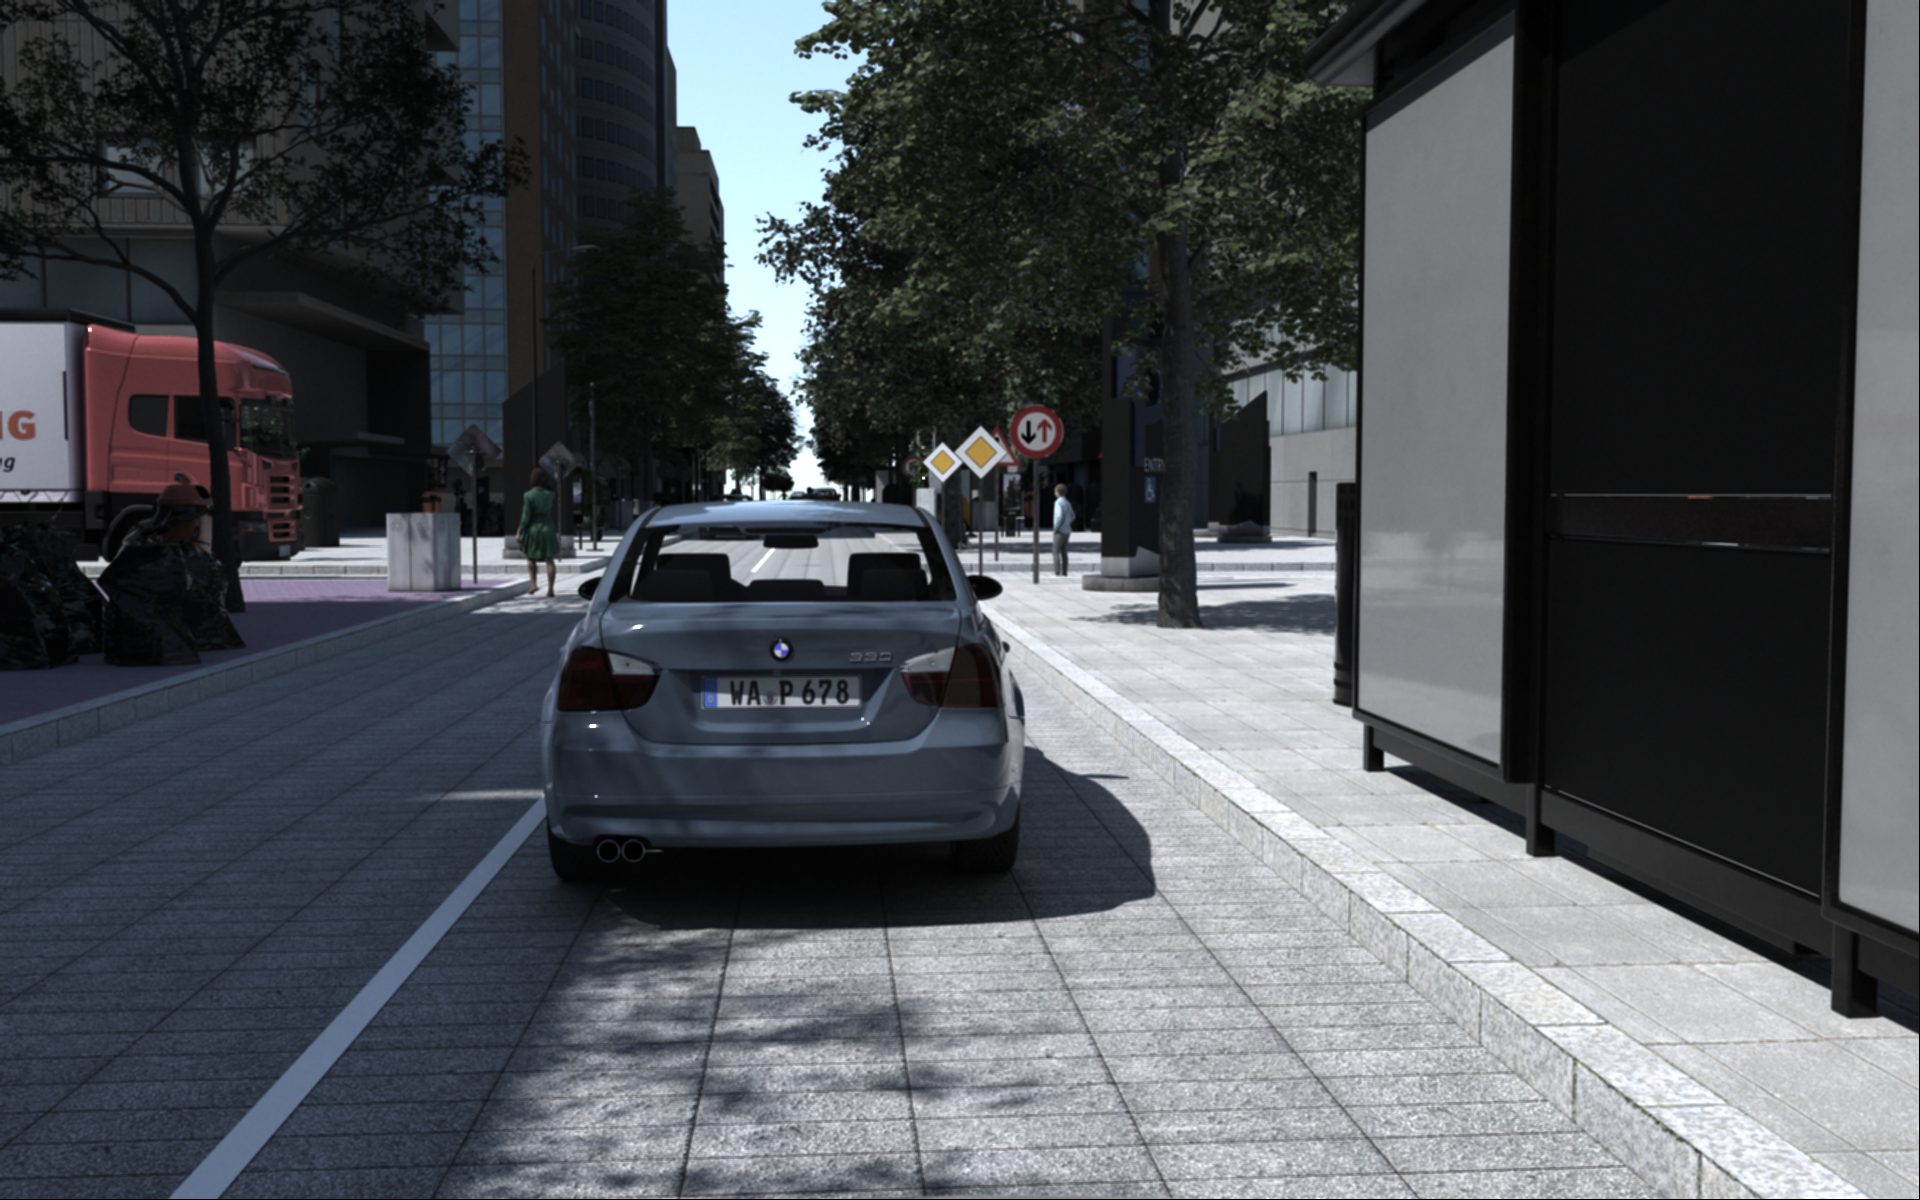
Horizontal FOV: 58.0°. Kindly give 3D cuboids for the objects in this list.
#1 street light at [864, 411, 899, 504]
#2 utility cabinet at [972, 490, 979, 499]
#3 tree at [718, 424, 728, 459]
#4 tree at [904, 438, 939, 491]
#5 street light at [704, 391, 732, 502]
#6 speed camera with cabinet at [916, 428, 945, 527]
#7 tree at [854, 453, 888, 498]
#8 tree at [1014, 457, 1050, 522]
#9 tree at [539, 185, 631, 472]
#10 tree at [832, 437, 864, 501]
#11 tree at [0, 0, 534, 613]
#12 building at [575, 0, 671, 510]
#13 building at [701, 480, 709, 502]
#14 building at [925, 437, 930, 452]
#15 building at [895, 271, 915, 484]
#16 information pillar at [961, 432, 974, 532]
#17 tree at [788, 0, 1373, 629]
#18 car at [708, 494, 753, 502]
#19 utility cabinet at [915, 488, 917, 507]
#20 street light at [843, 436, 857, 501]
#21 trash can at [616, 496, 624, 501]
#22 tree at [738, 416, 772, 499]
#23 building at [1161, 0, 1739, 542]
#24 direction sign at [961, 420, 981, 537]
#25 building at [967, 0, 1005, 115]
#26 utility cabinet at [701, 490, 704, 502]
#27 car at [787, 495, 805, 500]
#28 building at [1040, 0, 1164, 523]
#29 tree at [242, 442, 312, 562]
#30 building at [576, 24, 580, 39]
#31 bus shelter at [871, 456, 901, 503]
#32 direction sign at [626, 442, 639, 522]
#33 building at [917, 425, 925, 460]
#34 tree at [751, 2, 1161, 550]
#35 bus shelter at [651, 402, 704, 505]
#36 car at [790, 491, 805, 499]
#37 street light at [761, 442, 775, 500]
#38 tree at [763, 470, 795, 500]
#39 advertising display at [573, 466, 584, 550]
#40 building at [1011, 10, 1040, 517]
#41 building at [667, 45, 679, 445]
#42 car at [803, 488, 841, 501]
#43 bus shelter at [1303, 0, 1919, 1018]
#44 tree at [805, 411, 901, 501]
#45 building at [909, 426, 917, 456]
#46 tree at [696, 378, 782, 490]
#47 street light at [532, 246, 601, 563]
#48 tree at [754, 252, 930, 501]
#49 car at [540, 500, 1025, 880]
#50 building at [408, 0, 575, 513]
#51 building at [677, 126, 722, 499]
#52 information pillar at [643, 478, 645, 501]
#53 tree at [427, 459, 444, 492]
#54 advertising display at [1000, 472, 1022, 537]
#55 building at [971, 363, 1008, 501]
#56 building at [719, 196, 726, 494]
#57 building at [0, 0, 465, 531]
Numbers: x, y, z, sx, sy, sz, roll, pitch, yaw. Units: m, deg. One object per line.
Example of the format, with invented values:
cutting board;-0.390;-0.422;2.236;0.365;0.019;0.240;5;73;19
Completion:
street light;-2.794;-5.491;62.314;1.470;5.913;1.316;0;4;-5
utility cabinet;0.533;-5.391;96.825;1.173;1.500;0.318;2;4;26
tree;-20.690;-16.646;182.535;12.009;13.543;11.850;0;3;0
tree;-0.792;-3.610;53.627;1.663;3.219;1.824;0;3;0
street light;-10.962;-6.463;78.208;1.470;5.913;1.316;0;4;-5
speed camera with cabinet;-0.719;-3.397;49.883;0.660;3.252;2.038;1;4;14
tree;-6.639;-9.105;132.577;4.285;4.588;4.351;0;3;0
tree;3.243;-5.221;79.967;1.663;3.219;1.824;0;3;0
tree;-11.508;-8.898;63.602;7.486;12.596;7.792;0;3;0
tree;-10.529;-13.670;173.869;4.737;8.622;4.395;0;3;0
tree;-8.236;-5.135;18.372;7.601;10.594;8.767;-1;4;-20
building;-35.981;-36.801;143.692;21.231;58.520;28.212;0;4;-5
building;-46.988;-31.584;208.284;32.217;40.220;23.993;0;4;-5
building;4.361;-29.727;169.636;14.154;41.232;14.086;0;4;-5
building;1.365;-38.760;257.422;21.300;48.544;21.600;0;4;-5
information pillar;0.229;-4.110;58.555;0.183;3.616;0.504;-3;4;-39
tree;1.800;-5.988;16.037;7.486;12.596;7.792;0;3;0
car;-7.308;-2.769;55.065;2.009;1.686;4.222;0;4;-3
utility cabinet;-1.244;-3.776;70.423;0.318;1.500;1.173;3;5;44
street light;-6.497;-8.281;107.928;1.470;5.913;1.316;0;4;-5
trash can;-20.329;-5.654;104.095;0.748;1.137;0.748;0;3;0
tree;-18.276;-12.249;150.626;4.360;8.622;3.978;0;3;0
building;22.062;-28.577;56.474;27.495;52.752;28.713;0;4;-5
direction sign;0.328;-3.653;51.723;0.876;3.537;0.379;-1;4;-19
building;9.551;-32.309;151.959;21.300;48.544;21.600;0;4;-5
utility cabinet;-12.538;-4.575;83.477;0.318;1.500;1.173;-2;4;-28
car;-16.370;-9.848;173.594;1.945;1.354;3.894;0;4;-4
building;11.465;-26.275;79.708;14.600;45.320;14.200;0;4;-5
tree;-13.546;-2.372;33.377;1.663;3.219;1.824;0;3;0
building;-39.596;-26.004;117.053;32.217;40.220;23.993;0;4;-5
bus shelter;-3.799;-6.141;94.333;2.014;3.302;5.546;0;4;-4
direction sign;-13.170;-4.749;69.644;0.379;3.537;0.876;1;4;22
building;1.700;-32.134;208.981;14.154;41.232;14.086;0;4;-5
tree;-0.106;-7.515;39.873;9.611;12.733;9.660;0;3;0
bus shelter;-12.822;-6.131;77.882;2.179;5.291;8.768;0;4;-5
car;-20.810;-13.153;223.717;2.281;1.827;5.304;0;4;-6
street light;-17.145;-11.131;154.529;1.470;5.913;1.316;0;4;-5
tree;-26.667;-17.115;263.541;4.285;4.588;4.351;0;3;0
advertising display;-9.140;-2.113;39.760;0.974;1.923;0.123;-2;4;-25
building;9.629;-25.582;101.858;14.154;41.232;14.086;0;4;-5
building;-34.516;-31.545;165.870;14.600;45.320;14.200;0;4;-5
car;-8.203;-5.795;103.419;2.281;1.827;5.304;0;4;-7
bus shelter;2.778;-1.766;6.509;2.179;5.291;8.768;0;4;-4
tree;-12.244;-17.805;197.764;9.857;13.997;8.962;0;3;0
building;4.362;-37.409;231.252;23.786;49.044;30.456;0;4;-5
tree;-16.857;-11.995;130.537;7.601;10.594;8.767;1;4;10
street light;-7.416;-3.666;32.483;1.470;5.913;1.316;0;4;-5
tree;-3.392;-10.692;85.187;12.009;13.543;11.850;0;3;0
car;-0.758;0.259;7.775;2.014;1.417;4.499;0;4;-5
building;-29.636;-27.388;97.901;14.600;45.320;14.200;0;4;-5
building;-43.341;-37.156;231.199;21.300;48.544;21.600;0;4;-5
information pillar;-14.126;-4.504;78.140;0.304;2.012;0.304;0;4;1
tree;-24.054;-5.115;78.230;1.663;3.219;1.824;0;3;0
advertising display;1.523;-2.865;52.063;0.123;1.923;0.974;3;4;37
building;12.023;-49.663;124.662;22.319;86.520;31.000;0;4;-5
building;-41.155;-36.653;249.394;14.600;45.320;14.200;0;4;-5
building;-32.861;-28.695;58.405;28.713;52.752;27.495;0;4;-5
